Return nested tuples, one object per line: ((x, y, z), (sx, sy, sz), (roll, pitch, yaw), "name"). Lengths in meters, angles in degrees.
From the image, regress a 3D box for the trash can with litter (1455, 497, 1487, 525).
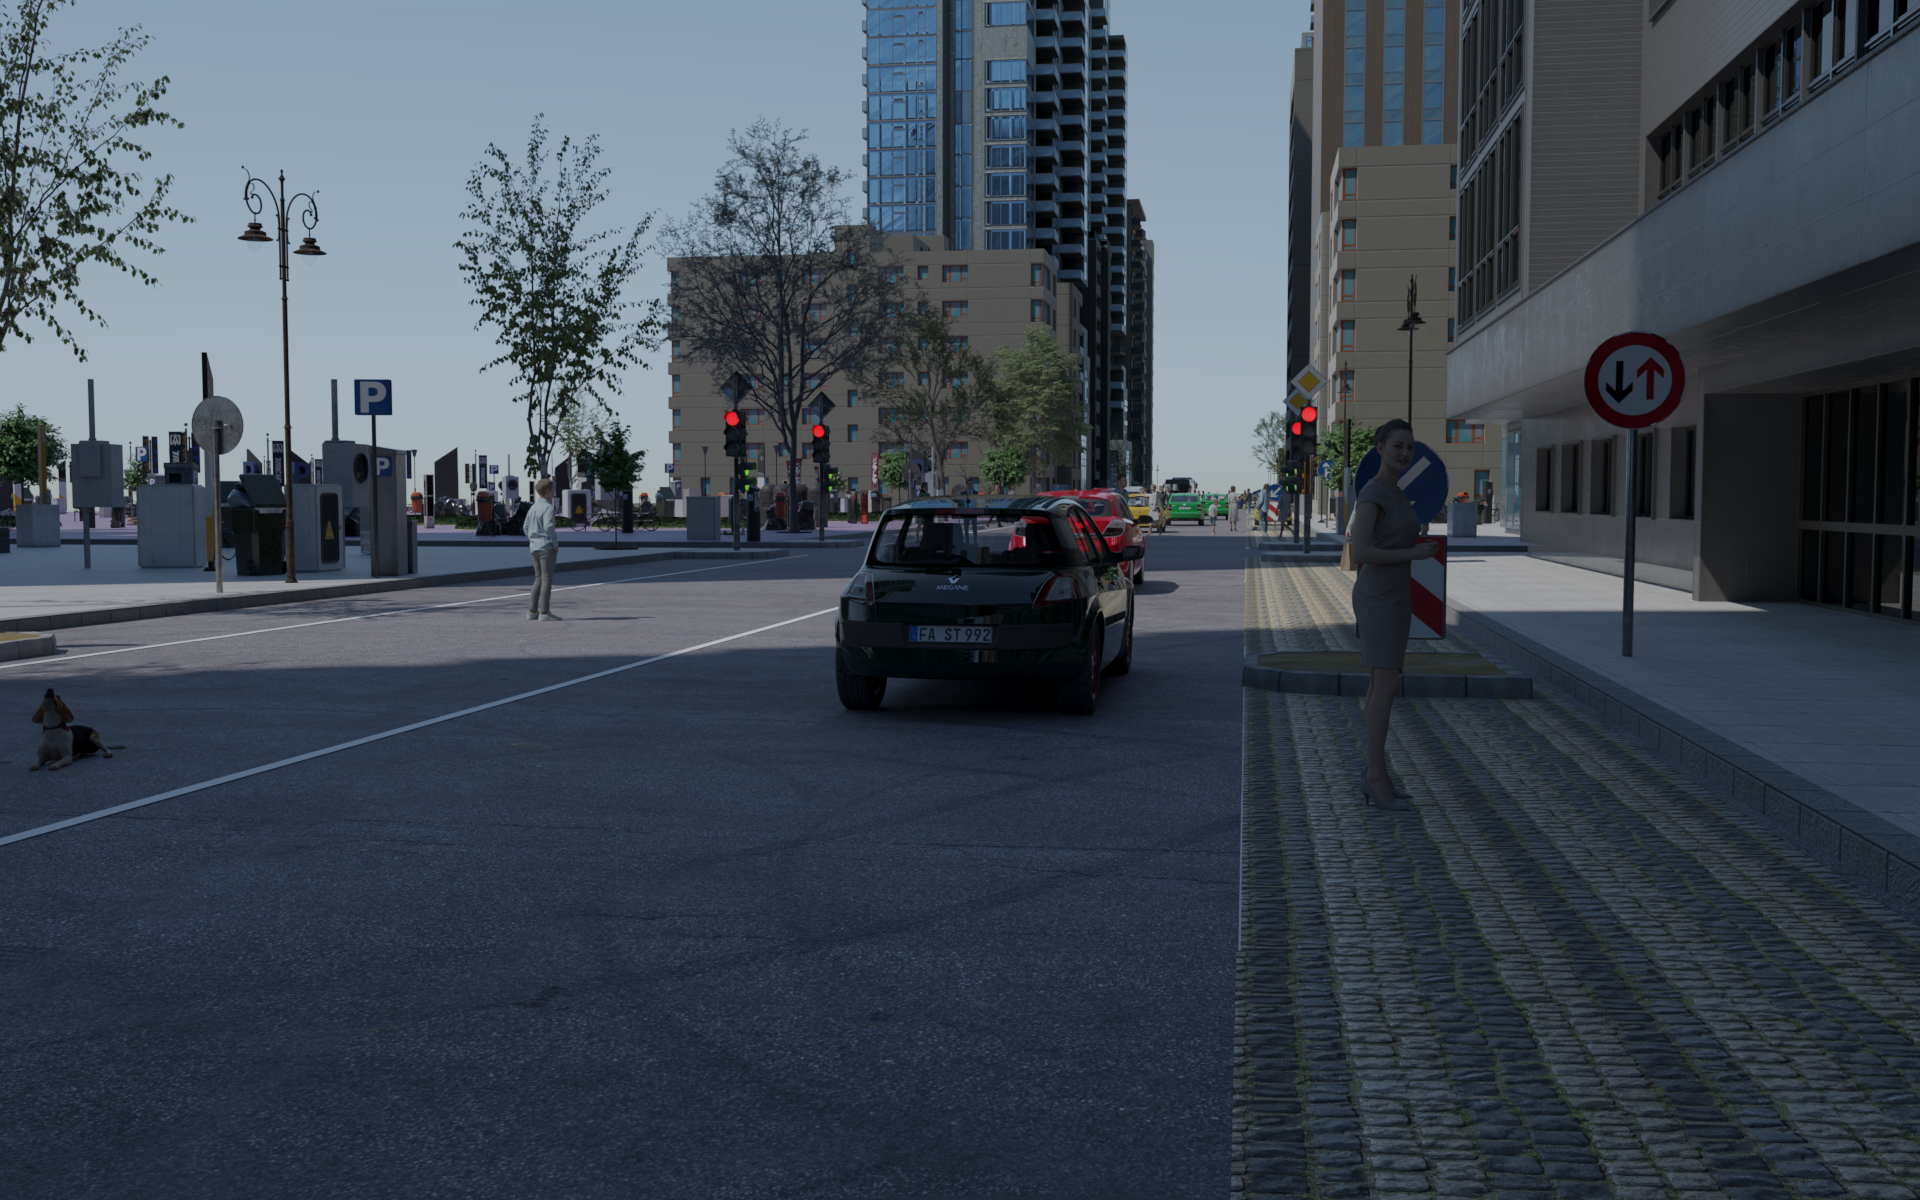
((21.114, -3.664, 71.299), (1.055, 1.170, 0.624), (-1, 4, -17), "trash can with litter")

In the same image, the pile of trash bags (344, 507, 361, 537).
((-19.441, -2.614, 52.487), (3.447, 1.369, 1.912), (3, 5, 43), "pile of trash bags")

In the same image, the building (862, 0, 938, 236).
((2.061, -52.202, 166.178), (22.319, 86.520, 31.000), (1, 4, 9), "building")

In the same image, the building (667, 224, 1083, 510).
((-5.373, -17.959, 138.671), (27.650, 21.520, 28.899), (1, 4, 9), "building")

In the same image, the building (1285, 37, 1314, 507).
((45.113, -34.022, 179.955), (21.300, 48.544, 21.600), (1, 4, 9), "building")

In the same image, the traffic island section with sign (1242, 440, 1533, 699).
((3.151, -0.273, 13.088), (1.989, 1.847, 2.006), (1, 4, 9), "traffic island section with sign")

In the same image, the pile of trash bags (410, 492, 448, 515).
((-23.668, -4.192, 78.292), (1.912, 1.369, 3.447), (1, 4, 18), "pile of trash bags")

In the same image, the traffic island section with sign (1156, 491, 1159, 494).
((26.040, -13.385, 227.475), (1.989, 1.847, 2.006), (1, 4, 9), "traffic island section with sign")

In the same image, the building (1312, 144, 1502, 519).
((34.841, -15.511, 98.641), (27.650, 21.520, 28.899), (1, 4, 9), "building")

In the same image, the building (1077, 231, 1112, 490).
((8.972, -25.557, 189.565), (14.160, 30.474, 14.107), (1, 4, 9), "building")

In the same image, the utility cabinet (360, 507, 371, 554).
((-12.336, -1.703, 36.524), (0.318, 1.500, 1.173), (-3, 4, -36), "utility cabinet")

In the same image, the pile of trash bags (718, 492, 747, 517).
((-11.914, -5.276, 96.021), (3.447, 1.369, 1.912), (1, 4, 22), "pile of trash bags")

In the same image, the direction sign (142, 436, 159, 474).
((-31.659, -4.636, 67.798), (0.379, 3.537, 0.876), (1, 4, 11), "direction sign")

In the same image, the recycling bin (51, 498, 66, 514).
((-57.357, -5.963, 110.048), (0.722, 1.027, 0.722), (1, 4, 18), "recycling bin")

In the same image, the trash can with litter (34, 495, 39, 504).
((-59.386, -6.022, 109.517), (2.233, 1.210, 1.678), (1, 4, 9), "trash can with litter")

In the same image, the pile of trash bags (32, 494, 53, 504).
((-62.689, -6.569, 117.147), (1.912, 1.369, 3.447), (1, 4, 10), "pile of trash bags")

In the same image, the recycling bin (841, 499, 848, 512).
((-6.271, -5.092, 95.808), (0.722, 1.027, 0.722), (-2, 4, -33), "recycling bin")

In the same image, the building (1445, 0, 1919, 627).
((14.575, -12.263, 19.575), (14.314, 24.678, 30.058), (1, 4, 9), "building")

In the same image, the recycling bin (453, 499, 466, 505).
((-26.961, -4.922, 93.026), (0.722, 1.027, 0.722), (-2, 4, -29), "recycling bin")

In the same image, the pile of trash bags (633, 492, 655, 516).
((-17.154, -5.073, 92.695), (1.912, 1.369, 3.447), (0, 4, -1), "pile of trash bags")

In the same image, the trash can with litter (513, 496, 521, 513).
((-28.167, -6.029, 109.960), (0.624, 1.170, 1.055), (-1, 4, -16), "trash can with litter")

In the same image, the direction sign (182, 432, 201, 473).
((-28.268, -4.380, 63.609), (0.379, 3.537, 0.876), (2, 4, 28), "direction sign")

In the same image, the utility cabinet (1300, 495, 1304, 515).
((20.960, -5.802, 106.028), (1.020, 1.237, 0.306), (1, 4, 14), "utility cabinet")

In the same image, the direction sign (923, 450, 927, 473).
((-1.821, -6.005, 90.185), (0.379, 3.537, 0.876), (0, 4, 7), "direction sign")

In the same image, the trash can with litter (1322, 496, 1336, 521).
((18.251, -4.431, 83.508), (1.678, 1.210, 2.233), (3, 5, 40), "trash can with litter")

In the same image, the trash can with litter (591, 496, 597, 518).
((-19.533, -4.843, 90.571), (0.624, 1.170, 1.055), (3, 4, 38), "trash can with litter")

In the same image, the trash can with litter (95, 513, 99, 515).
((-52.524, -5.717, 104.525), (1.678, 1.210, 2.233), (-3, 5, -39), "trash can with litter")

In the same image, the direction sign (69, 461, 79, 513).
((-61.362, -7.844, 120.248), (0.379, 3.537, 0.876), (2, 4, 33), "direction sign")

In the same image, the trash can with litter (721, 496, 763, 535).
((-7.110, -2.680, 54.867), (1.678, 1.210, 2.233), (-1, 4, -8), "trash can with litter")

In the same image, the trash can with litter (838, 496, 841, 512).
((-6.149, -4.909, 91.316), (1.678, 1.210, 2.233), (3, 5, 40), "trash can with litter")

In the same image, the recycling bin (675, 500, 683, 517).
((-12.744, -4.148, 80.370), (0.722, 1.027, 0.722), (-3, 5, -41), "recycling bin")

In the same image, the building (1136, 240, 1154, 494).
((22.967, -35.986, 271.962), (14.154, 41.232, 14.086), (1, 4, 9), "building")

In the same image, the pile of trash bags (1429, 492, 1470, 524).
((21.319, -4.073, 76.345), (3.447, 1.369, 1.912), (-3, 5, -40), "pile of trash bags")

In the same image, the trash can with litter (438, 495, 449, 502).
((-25.679, -4.671, 87.422), (2.233, 1.210, 1.678), (-1, 4, -11), "trash can with litter")

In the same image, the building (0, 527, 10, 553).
((-33.944, -29.811, 29.408), (28.212, 58.520, 21.231), (1, 4, 9), "building")

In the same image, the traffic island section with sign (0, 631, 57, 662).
((-9.147, -0.398, 15.127), (1.989, 1.847, 2.006), (1, 4, 9), "traffic island section with sign")

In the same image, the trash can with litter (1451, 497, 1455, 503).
((21.033, -3.732, 72.411), (1.055, 1.170, 0.624), (0, 4, 4), "trash can with litter")

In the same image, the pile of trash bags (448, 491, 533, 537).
((-14.137, -2.676, 53.511), (1.912, 1.369, 3.447), (0, 4, 5), "pile of trash bags")

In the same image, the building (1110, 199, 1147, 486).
((15.469, -36.498, 251.364), (22.147, 44.769, 28.867), (1, 4, 9), "building")

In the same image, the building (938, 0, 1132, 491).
((11.230, -55.525, 220.505), (22.319, 86.520, 31.000), (1, 4, 9), "building")

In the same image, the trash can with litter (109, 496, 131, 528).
((-31.954, -3.328, 65.795), (0.624, 1.170, 1.055), (-1, 4, -18), "trash can with litter")

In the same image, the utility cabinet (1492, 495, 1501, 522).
((25.031, -4.247, 80.599), (1.020, 1.237, 0.306), (-3, 5, -40), "utility cabinet")

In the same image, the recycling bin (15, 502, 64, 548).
((-22.331, -1.798, 41.955), (0.722, 1.027, 0.722), (2, 4, 32), "recycling bin")

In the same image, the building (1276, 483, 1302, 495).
((64.330, -34.838, 261.485), (32.217, 40.220, 23.993), (1, 4, 9), "building")

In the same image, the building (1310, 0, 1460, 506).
((35.415, -29.879, 138.637), (14.600, 45.320, 14.200), (1, 4, 9), "building")

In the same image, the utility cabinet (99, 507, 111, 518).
((-46.632, -5.097, 94.496), (0.306, 1.237, 1.020), (0, 4, -5), "utility cabinet")

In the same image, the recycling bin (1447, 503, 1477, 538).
((14.919, -2.380, 51.467), (0.722, 1.027, 0.722), (0, 4, 2), "recycling bin")

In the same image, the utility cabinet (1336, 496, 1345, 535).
((12.123, -2.687, 55.093), (0.306, 1.237, 1.020), (1, 4, 9), "utility cabinet")

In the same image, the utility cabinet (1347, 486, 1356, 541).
((10.698, -2.329, 46.751), (0.318, 1.500, 1.173), (1, 4, 21), "utility cabinet")

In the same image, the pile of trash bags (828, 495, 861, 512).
((-7.158, -5.473, 99.235), (3.447, 1.369, 1.912), (3, 5, 41), "pile of trash bags")

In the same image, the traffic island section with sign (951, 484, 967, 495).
((-0.049, -3.752, 69.971), (1.989, 1.847, 2.006), (1, 4, 9), "traffic island section with sign")

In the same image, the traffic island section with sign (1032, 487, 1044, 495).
((4.354, -5.378, 96.566), (1.989, 1.847, 2.006), (1, 4, 9), "traffic island section with sign")

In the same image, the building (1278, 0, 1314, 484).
((54.877, -56.332, 233.702), (22.319, 86.520, 31.000), (1, 4, 9), "building")

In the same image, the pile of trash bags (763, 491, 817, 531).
((-6.116, -3.163, 61.470), (1.912, 1.369, 3.447), (0, 4, 3), "pile of trash bags")

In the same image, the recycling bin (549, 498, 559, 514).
((-25.862, -5.942, 109.704), (0.722, 1.027, 0.722), (1, 4, 14), "recycling bin")

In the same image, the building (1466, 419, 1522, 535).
((31.638, -26.508, 53.014), (30.456, 49.044, 23.786), (1, 4, 9), "building")
